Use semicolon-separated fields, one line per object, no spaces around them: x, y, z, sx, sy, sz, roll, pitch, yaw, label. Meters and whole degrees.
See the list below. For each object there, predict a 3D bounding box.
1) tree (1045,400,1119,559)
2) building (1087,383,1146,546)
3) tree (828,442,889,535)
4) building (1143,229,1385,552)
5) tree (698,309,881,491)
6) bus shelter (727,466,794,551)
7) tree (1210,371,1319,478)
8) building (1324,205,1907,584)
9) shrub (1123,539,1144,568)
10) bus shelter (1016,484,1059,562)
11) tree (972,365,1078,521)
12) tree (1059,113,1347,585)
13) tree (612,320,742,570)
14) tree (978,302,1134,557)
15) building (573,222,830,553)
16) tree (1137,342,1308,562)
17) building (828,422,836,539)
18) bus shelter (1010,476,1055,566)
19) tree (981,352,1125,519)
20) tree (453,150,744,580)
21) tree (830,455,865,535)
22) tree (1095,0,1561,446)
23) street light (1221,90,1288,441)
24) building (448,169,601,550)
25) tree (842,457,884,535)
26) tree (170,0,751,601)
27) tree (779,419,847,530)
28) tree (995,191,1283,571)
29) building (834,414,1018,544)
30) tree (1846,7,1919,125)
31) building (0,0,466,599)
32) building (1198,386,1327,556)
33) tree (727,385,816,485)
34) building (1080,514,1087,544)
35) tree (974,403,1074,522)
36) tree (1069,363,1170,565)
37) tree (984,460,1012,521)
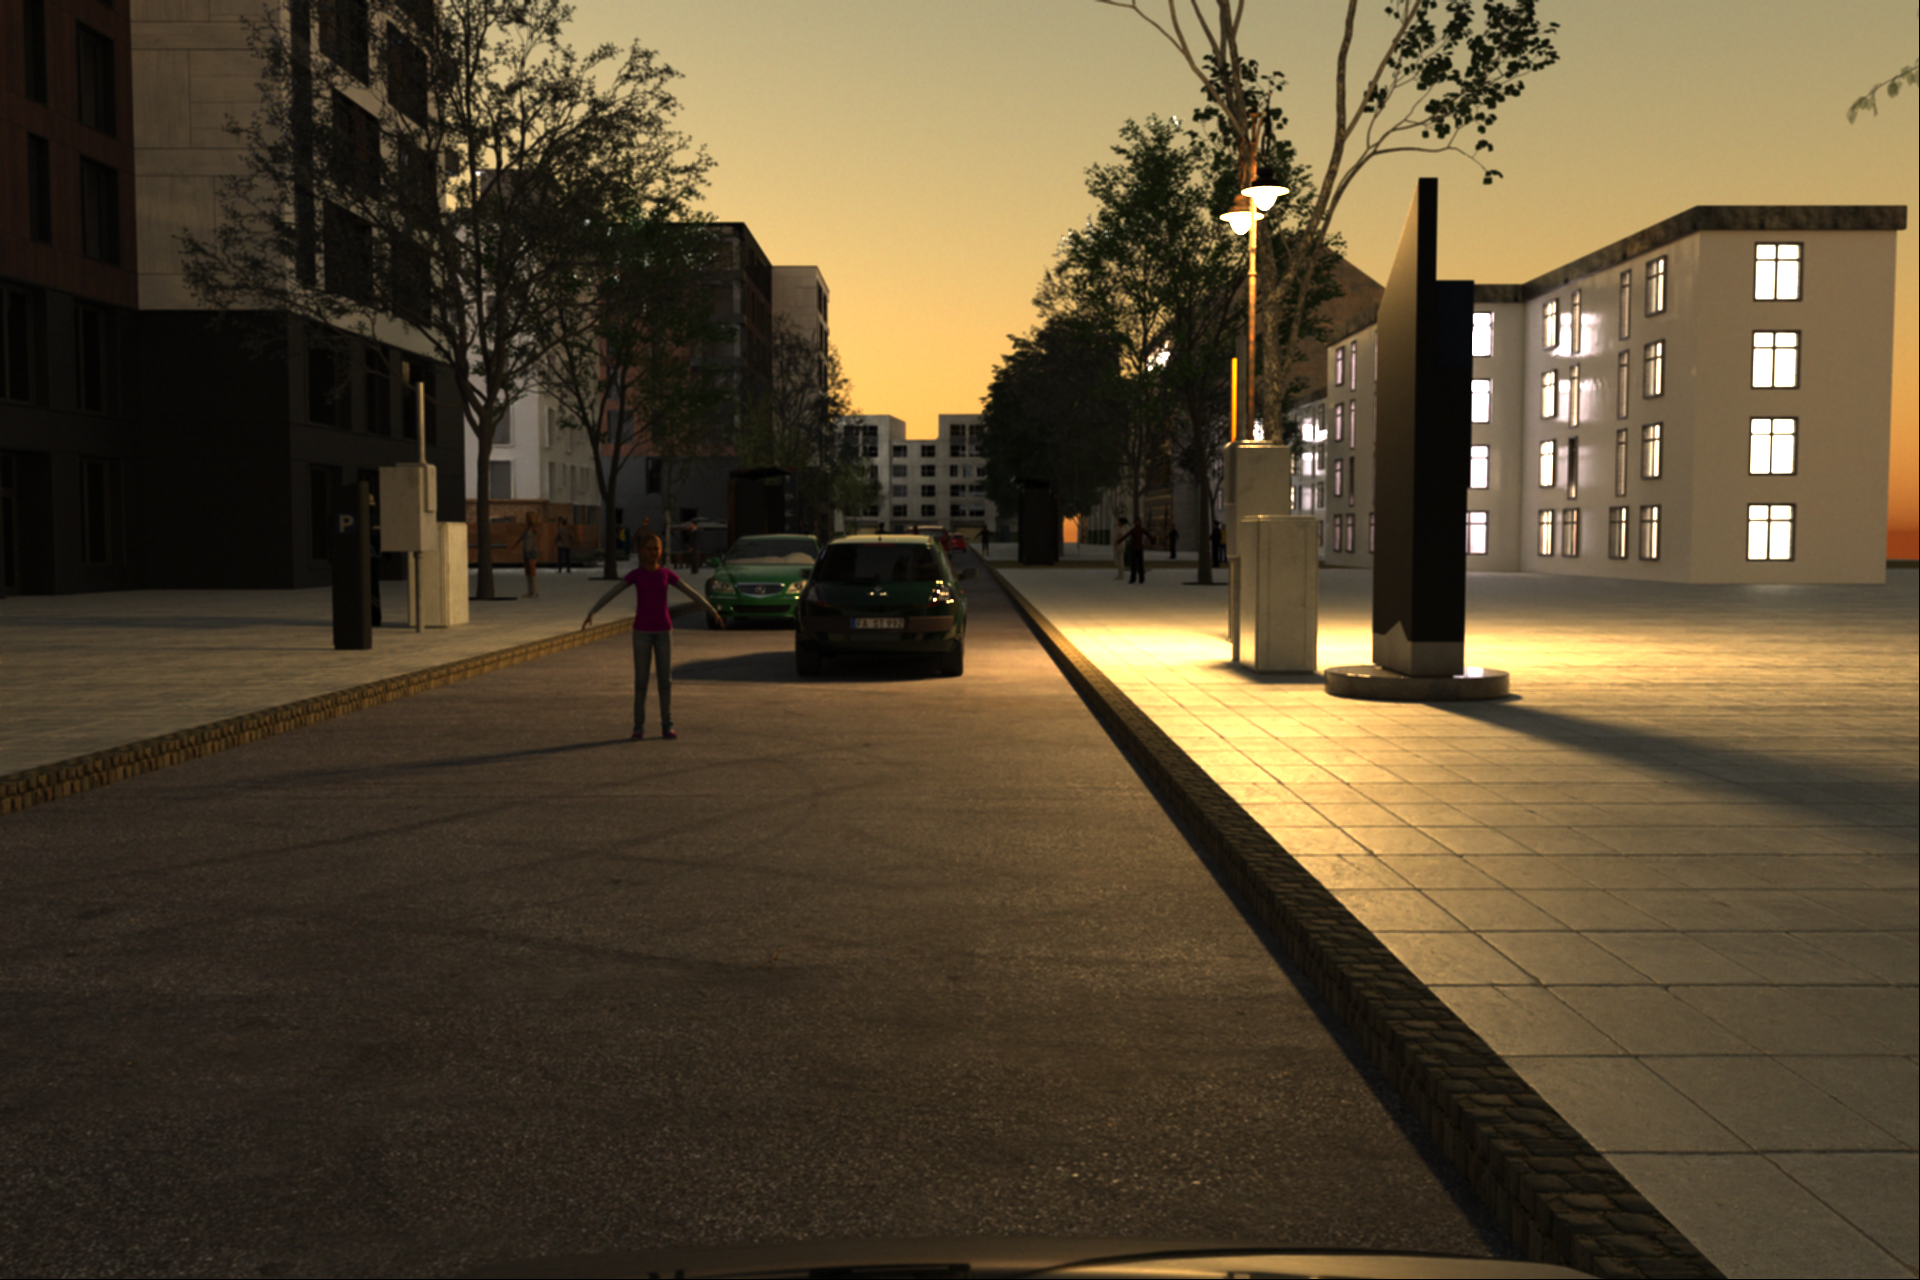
6.025;-8.444;88.415;4.360;8.622;3.978;0;3;0;tree
24.943;-20.858;207.480;16.747;18.905;31.486;0;4;0;building
-10.303;-14.159;165.919;7.601;10.594;8.767;0;4;-4;tree
24.586;-18.555;134.299;19.493;23.208;18.063;0;4;0;building
-9.526;-11.334;95.685;12.009;13.543;11.850;0;3;0;tree
-7.201;-4.392;63.092;1.731;3.624;6.357;0;4;0;bus shelter
11.857;-7.369;70.848;4.360;8.622;3.978;0;3;0;tree
19.655;-7.114;58.465;9.099;9.664;28.070;0;4;0;building
6.515;-3.336;65.664;1.383;1.207;1.383;0;3;0;shrub
3.679;-5.560;82.189;1.731;3.624;6.357;0;4;-1;bus shelter
5.791;-13.370;125.255;9.857;13.997;8.962;0;3;0;tree
6.062;-7.205;43.559;9.928;11.665;9.643;0;3;0;tree
-9.690;-6.455;55.909;4.360;8.622;3.978;0;3;0;tree
5.487;-11.626;96.744;9.857;13.997;8.962;0;3;0;tree
-24.808;-17.493;129.987;27.936;21.610;32.646;0;4;0;building
11.758;-8.863;79.320;8.767;10.594;7.601;1;4;14;tree
-27.071;-24.712;234.964;19.493;23.208;18.063;0;4;1;building
3.069;-5.021;73.381;1.731;3.624;6.357;0;3;0;bus shelter
5.953;-12.295;107.671;9.857;13.997;8.962;0;3;0;tree
-9.880;-7.487;48.164;9.928;11.665;9.643;0;3;0;tree
-10.091;-12.298;151.429;4.737;8.622;4.395;0;3;0;tree
6.134;-10.620;29.534;12.611;20.169;13.585;0;3;0;tree
3.141;-2.807;18.678;0.468;5.910;1.993;0;4;0;street light
-26.560;-14.355;91.128;16.016;20.090;11.380;0;3;0;building
-9.120;-12.724;158.402;4.737;8.622;4.395;0;3;0;tree
-9.284;-7.527;33.432;12.009;13.543;11.850;0;3;0;tree
-9.416;-9.652;108.169;4.737;8.622;4.395;0;3;0;tree
6.249;-9.170;60.294;12.009;13.543;11.850;0;3;0;tree
-2.172;-24.035;261.882;31.486;18.905;16.747;0;4;7;building
5.662;-3.587;9.017;4.360;8.622;3.978;0;3;0;tree
-29.323;-11.818;37.205;27.936;21.610;32.646;0;3;0;building
21.626;-10.356;111.463;9.099;9.664;28.070;0;4;0;building
-9.523;-8.245;85.169;4.737;8.622;4.395;0;3;0;tree
26.095;-24.629;233.607;19.493;23.208;18.063;0;4;0;building
5.844;-14.541;144.405;9.857;13.997;8.962;0;3;0;tree
6.212;-7.410;71.524;4.360;8.622;3.978;0;3;0;tree
5.794;-15.382;169.628;7.486;12.596;7.792;0;3;0;tree
